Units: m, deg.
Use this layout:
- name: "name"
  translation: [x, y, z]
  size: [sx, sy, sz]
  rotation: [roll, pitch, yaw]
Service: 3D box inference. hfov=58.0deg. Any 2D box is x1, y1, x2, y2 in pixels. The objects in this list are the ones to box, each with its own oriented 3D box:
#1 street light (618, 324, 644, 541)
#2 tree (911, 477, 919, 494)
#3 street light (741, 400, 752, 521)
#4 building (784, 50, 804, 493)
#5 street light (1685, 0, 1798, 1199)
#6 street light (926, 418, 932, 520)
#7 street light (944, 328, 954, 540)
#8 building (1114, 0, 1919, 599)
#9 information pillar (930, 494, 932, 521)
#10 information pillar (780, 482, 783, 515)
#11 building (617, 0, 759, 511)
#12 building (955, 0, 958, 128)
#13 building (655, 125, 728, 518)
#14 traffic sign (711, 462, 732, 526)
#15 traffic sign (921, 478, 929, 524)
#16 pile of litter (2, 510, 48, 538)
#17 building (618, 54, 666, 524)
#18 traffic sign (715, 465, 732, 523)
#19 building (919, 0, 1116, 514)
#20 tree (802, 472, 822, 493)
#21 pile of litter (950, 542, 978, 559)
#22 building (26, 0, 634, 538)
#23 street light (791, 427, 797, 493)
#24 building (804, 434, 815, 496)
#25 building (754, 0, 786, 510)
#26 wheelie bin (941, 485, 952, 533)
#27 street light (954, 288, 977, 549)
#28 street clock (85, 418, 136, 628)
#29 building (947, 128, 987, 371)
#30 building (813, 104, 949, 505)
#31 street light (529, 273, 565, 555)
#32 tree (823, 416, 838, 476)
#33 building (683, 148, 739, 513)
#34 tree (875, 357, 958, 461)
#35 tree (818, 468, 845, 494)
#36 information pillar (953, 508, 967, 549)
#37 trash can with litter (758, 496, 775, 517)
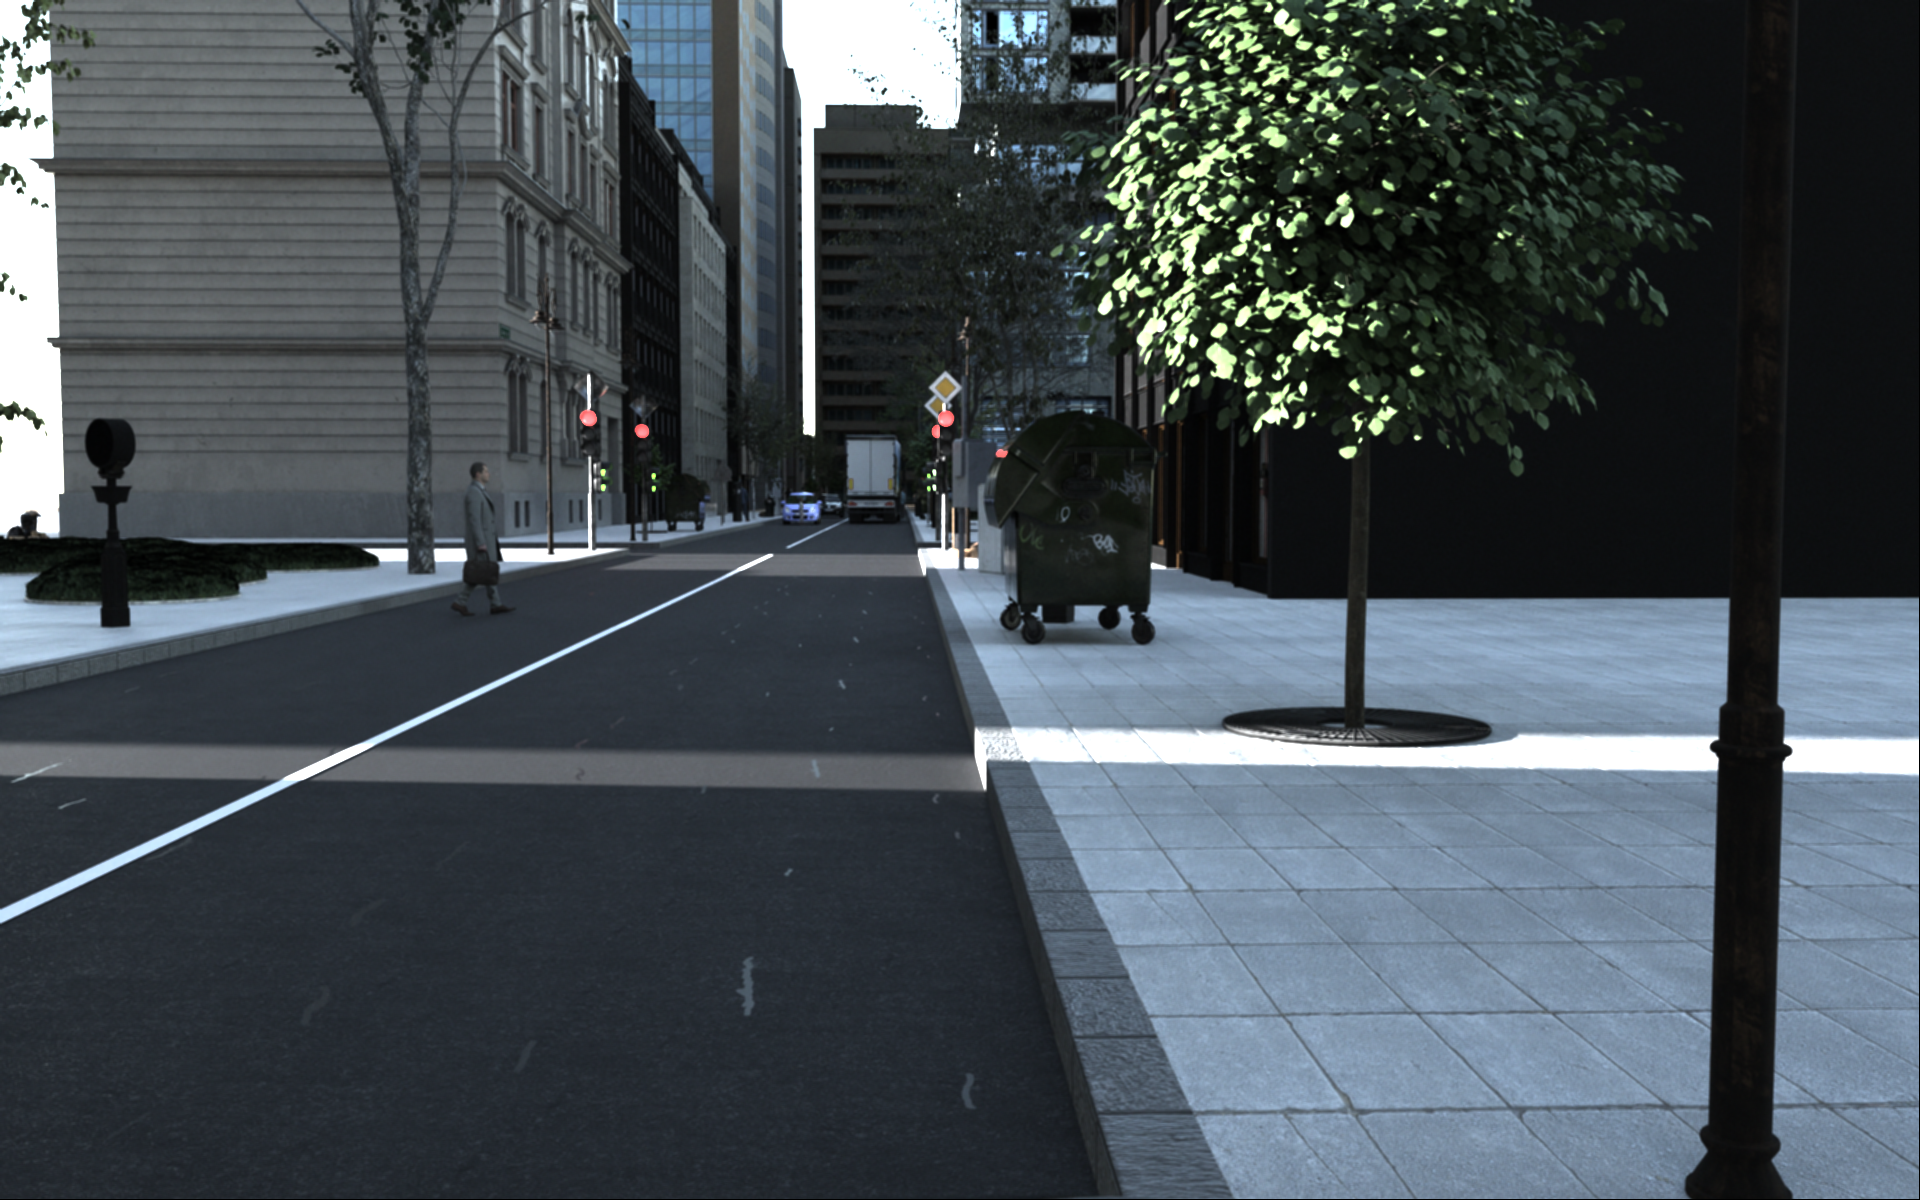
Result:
- name: "street light"
  translation: [-8.971, -4.560, 47.337]
  size: [0.468, 5.910, 1.993]
  rotation: [0, 4, -2]
- name: "tree"
  translation: [-4.639, -11.394, 180.890]
  size: [1.663, 3.219, 1.824]
  rotation: [0, 3, 0]
- name: "street light"
  translation: [-10.237, -6.766, 83.419]
  size: [0.468, 5.910, 1.993]
  rotation: [0, 4, -2]
- name: "building"
  translation: [-27.693, -34.210, 183.036]
  size: [21.600, 48.544, 21.300]
  rotation: [0, 4, -2]
- name: "street light"
  translation: [1.419, -1.847, 2.979]
  size: [0.468, 5.910, 1.993]
  rotation: [0, 4, -2]
- name: "street light"
  translation: [-1.438, -6.871, 85.122]
  size: [0.468, 5.910, 1.993]
  rotation: [0, 4, -2]
- name: "street light"
  translation: [-0.189, -4.617, 48.280]
  size: [0.468, 5.910, 1.993]
  rotation: [0, 4, -2]
- name: "building"
  translation: [9.682, -12.162, 28.531]
  size: [12.332, 23.373, 15.834]
  rotation: [0, 4, -2]
- name: "information pillar"
  translation: [-1.318, -5.525, 81.692]
  size: [0.183, 3.616, 0.504]
  rotation: [0, 4, -4]
- name: "information pillar"
  translation: [-10.797, -6.081, 103.921]
  size: [0.304, 2.012, 0.304]
  rotation: [1, 4, 23]
- name: "building"
  translation: [-22.606, -29.269, 128.655]
  size: [14.600, 45.320, 14.200]
  rotation: [0, 4, -2]
- name: "building"
  translation: [10.006, -37.829, 160.506]
  size: [21.231, 58.520, 28.212]
  rotation: [0, 4, -2]
- name: "building"
  translation: [-19.173, -14.827, 97.180]
  size: [10.420, 20.320, 16.860]
  rotation: [0, 4, -2]
- name: "traffic sign"
  translation: [-9.708, -4.313, 70.516]
  size: [0.884, 2.594, 0.081]
  rotation: [0, 4, 1]
- name: "traffic sign"
  translation: [-1.363, -4.529, 74.152]
  size: [0.768, 2.556, 0.104]
  rotation: [0, 4, 0]
- name: "pile of litter"
  translation: [-24.892, -1.973, 46.229]
  size: [1.719, 0.858, 1.176]
  rotation: [0, 4, 5]
- name: "building"
  translation: [-20.253, -15.355, 80.725]
  size: [12.332, 23.373, 15.834]
  rotation: [0, 4, -2]
- name: "traffic sign"
  translation: [-10.448, -4.672, 76.489]
  size: [0.768, 2.556, 0.104]
  rotation: [0, 4, 3]
- name: "building"
  translation: [8.731, -48.497, 105.595]
  size: [22.319, 86.520, 31.000]
  rotation: [0, 4, -2]
- name: "tree"
  translation: [-12.775, -9.450, 149.112]
  size: [1.663, 3.219, 1.824]
  rotation: [0, 3, 0]
- name: "pile of litter"
  translation: [0.383, -1.277, 34.844]
  size: [1.176, 0.858, 1.719]
  rotation: [0, 4, 2]
- name: "building"
  translation: [-19.833, -16.701, 60.444]
  size: [14.401, 28.519, 23.554]
  rotation: [0, 4, -2]
- name: "street light"
  translation: [-11.402, -8.974, 119.505]
  size: [0.468, 5.910, 1.993]
  rotation: [0, 4, -2]
- name: "building"
  translation: [-32.643, -38.668, 221.453]
  size: [27.495, 52.752, 28.713]
  rotation: [0, 4, -2]
- name: "building"
  translation: [-26.632, -37.172, 149.761]
  size: [21.231, 58.520, 28.212]
  rotation: [0, 4, -2]
- name: "wheelie bin"
  translation: [-0.232, -3.052, 57.809]
  size: [0.693, 1.594, 0.980]
  rotation: [-1, 4, -21]
- name: "street light"
  translation: [0.178, -4.053, 39.062]
  size: [0.468, 5.910, 1.993]
  rotation: [0, 4, -2]
- name: "street clock"
  translation: [-8.175, -0.742, 16.708]
  size: [0.471, 2.002, 0.358]
  rotation: [2, 4, 32]
- name: "building"
  translation: [5.909, -22.525, 139.978]
  size: [14.160, 30.474, 14.107]
  rotation: [0, 4, -2]
- name: "building"
  translation: [-7.430, -36.406, 218.939]
  size: [21.600, 48.544, 21.300]
  rotation: [0, 4, -2]
- name: "street light"
  translation: [-8.643, -3.891, 36.406]
  size: [0.468, 5.910, 1.993]
  rotation: [0, 4, -2]
- name: "tree"
  translation: [-13.096, -12.540, 155.396]
  size: [4.737, 8.622, 4.395]
  rotation: [0, 3, 0]
- name: "building"
  translation: [-21.465, -17.349, 113.336]
  size: [12.332, 23.373, 15.834]
  rotation: [0, 4, -2]
- name: "tree"
  translation: [-2.517, -12.381, 128.179]
  size: [9.928, 11.665, 9.643]
  rotation: [0, 3, 0]
- name: "tree"
  translation: [-13.745, -12.484, 187.826]
  size: [4.285, 4.588, 4.351]
  rotation: [0, 3, 0]
- name: "information pillar"
  translation: [-0.003, -1.939, 36.199]
  size: [0.304, 2.012, 0.304]
  rotation: [0, 4, -2]
- name: "trash can with litter"
  translation: [-10.797, -5.202, 96.447]
  size: [1.055, 1.170, 0.624]
  rotation: [2, 4, 33]
